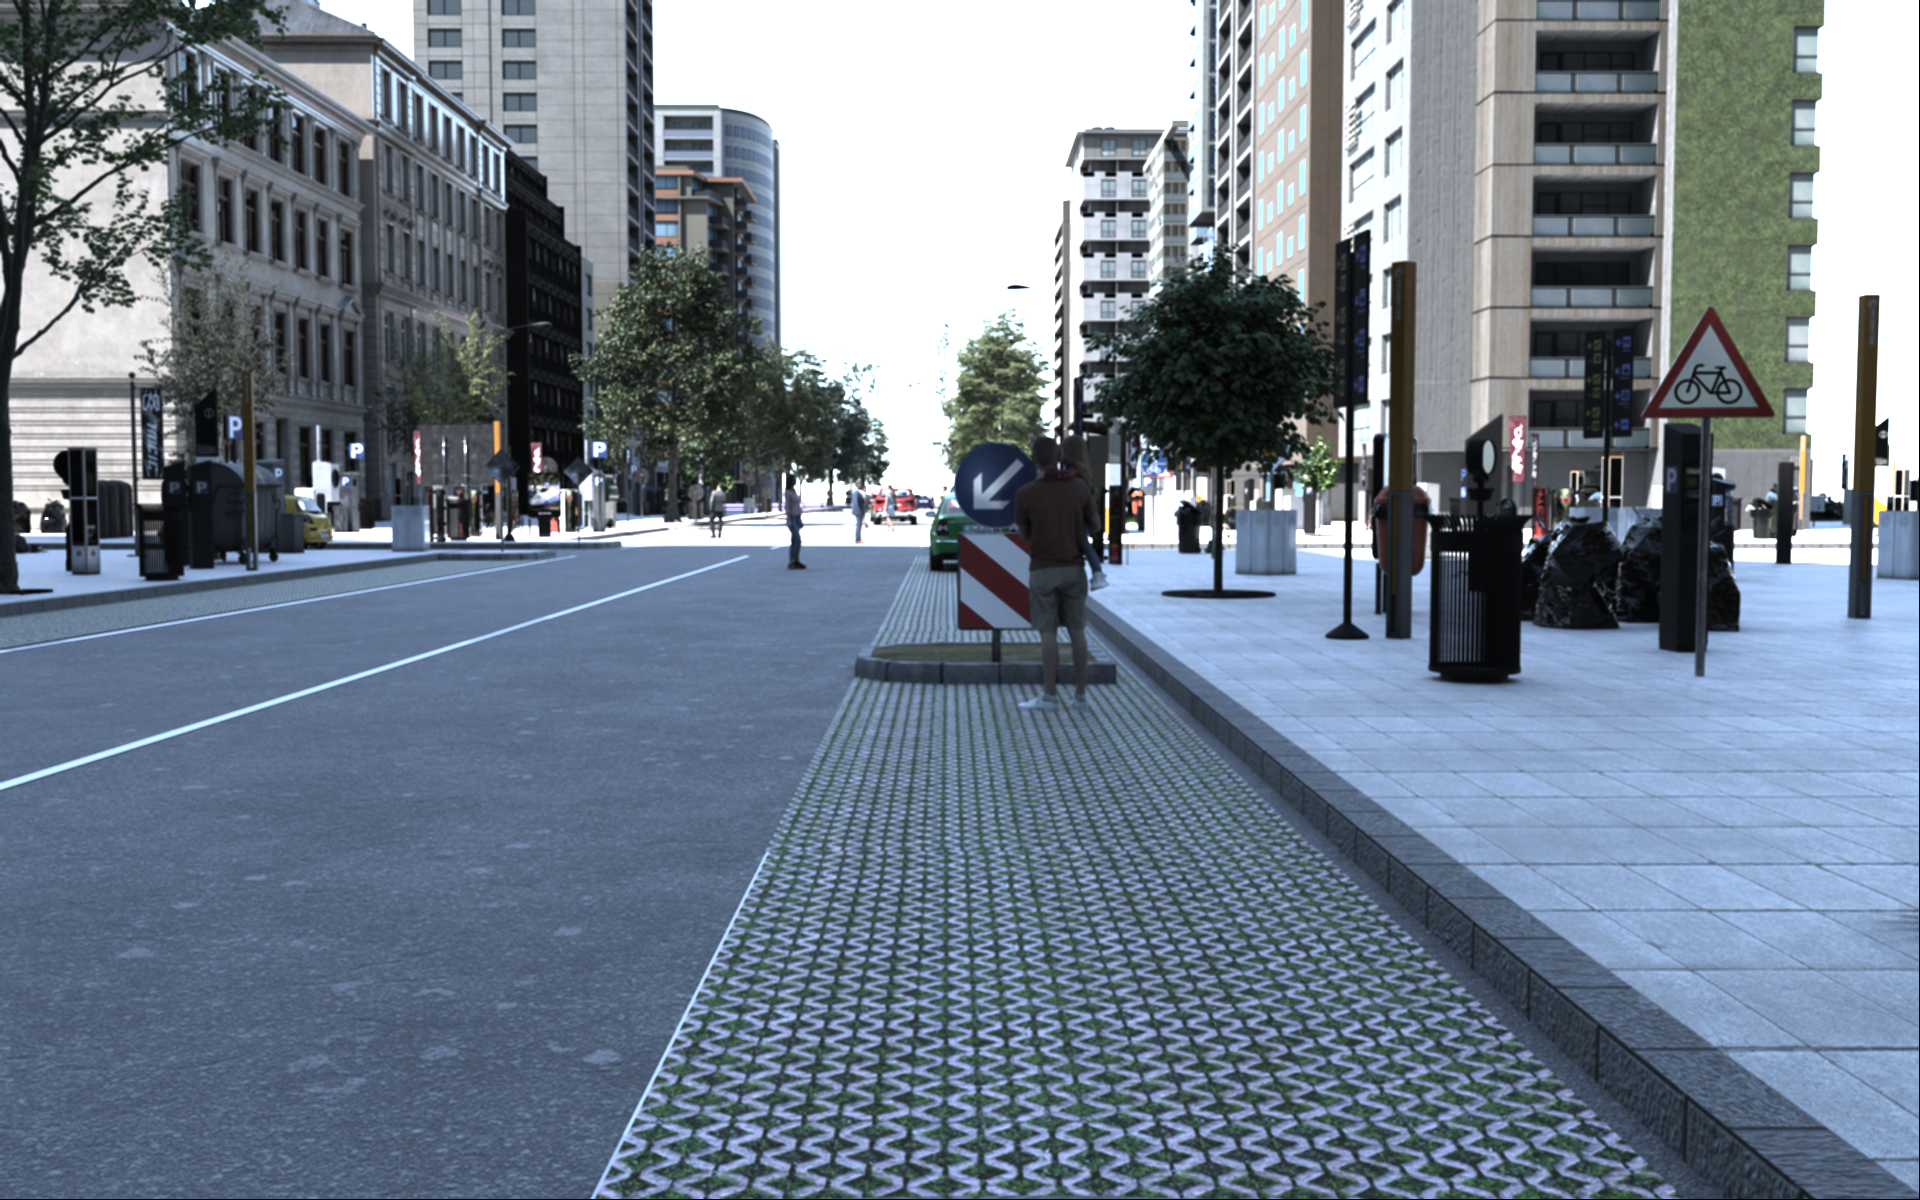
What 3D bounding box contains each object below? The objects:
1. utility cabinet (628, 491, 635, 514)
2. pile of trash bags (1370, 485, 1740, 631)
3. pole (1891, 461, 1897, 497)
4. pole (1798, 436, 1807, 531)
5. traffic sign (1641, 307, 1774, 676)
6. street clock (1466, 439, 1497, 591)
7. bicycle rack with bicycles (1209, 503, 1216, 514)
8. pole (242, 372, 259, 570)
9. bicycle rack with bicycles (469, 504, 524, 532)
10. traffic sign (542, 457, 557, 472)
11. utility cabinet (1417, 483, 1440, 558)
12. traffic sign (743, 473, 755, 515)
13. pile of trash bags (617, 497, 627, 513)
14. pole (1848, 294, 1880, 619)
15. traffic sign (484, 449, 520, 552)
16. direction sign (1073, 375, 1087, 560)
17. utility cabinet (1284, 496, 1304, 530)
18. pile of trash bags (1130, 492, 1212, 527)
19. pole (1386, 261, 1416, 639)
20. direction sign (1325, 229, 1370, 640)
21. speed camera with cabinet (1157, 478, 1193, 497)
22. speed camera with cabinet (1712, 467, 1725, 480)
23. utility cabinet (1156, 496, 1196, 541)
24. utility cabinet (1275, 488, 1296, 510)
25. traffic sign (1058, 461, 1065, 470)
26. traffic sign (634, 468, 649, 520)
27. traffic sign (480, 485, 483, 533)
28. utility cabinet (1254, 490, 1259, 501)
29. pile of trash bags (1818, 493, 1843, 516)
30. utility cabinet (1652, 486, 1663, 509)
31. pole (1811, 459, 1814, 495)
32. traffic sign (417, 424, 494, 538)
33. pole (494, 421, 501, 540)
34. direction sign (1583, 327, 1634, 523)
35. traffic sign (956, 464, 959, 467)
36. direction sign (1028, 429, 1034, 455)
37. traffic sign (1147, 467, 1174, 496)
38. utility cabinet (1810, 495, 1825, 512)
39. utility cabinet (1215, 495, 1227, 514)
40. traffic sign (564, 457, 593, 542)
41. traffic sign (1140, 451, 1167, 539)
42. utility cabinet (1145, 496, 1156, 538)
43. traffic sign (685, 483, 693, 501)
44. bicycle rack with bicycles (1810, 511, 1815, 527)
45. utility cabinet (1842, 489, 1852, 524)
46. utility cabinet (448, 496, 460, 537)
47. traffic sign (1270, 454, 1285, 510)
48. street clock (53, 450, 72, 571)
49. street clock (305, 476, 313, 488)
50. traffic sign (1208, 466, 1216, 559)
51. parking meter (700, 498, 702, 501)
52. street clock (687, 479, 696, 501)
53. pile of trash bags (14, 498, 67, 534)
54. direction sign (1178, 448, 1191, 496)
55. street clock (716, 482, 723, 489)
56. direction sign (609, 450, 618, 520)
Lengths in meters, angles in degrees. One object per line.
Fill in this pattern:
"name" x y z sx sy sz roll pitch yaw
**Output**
"utility cabinet" -20.866 -6.316 111.953 1.173 1.500 0.318 0 4 7
"pile of trash bags" 5.860 -0.461 17.283 3.447 1.369 1.912 1 4 13
"pole" 57.552 -6.906 106.748 0.158 3.312 0.155 0 3 0
"pole" 29.428 -4.076 60.485 0.158 3.312 0.155 0 3 0
"traffic sign" 5.216 -0.742 12.140 0.884 2.594 0.081 0 4 7
"street clock" 6.860 -1.117 22.836 0.358 2.002 0.471 3 5 41
"bicycle rack with bicycles" 13.491 -5.151 97.600 2.925 0.926 2.852 -1 4 -9
"pole" -11.908 -2.153 29.047 0.158 3.312 0.155 0 3 0
"bicycle rack with bicycles" -16.210 -2.784 58.906 2.852 0.926 2.925 -1 4 -23
"traffic sign" -14.126 -3.610 59.133 0.768 2.556 0.104 0 4 2
"utility cabinet" 9.221 -1.593 34.727 0.318 1.500 1.173 -1 4 -11
"traffic sign" -12.733 -6.381 104.436 0.768 2.556 0.104 0 4 3
"pile of trash bags" -23.673 -6.562 117.041 3.447 1.369 1.912 -3 4 -38
"pole" 9.302 -1.466 17.817 0.158 3.312 0.155 0 3 0
"traffic sign" -10.180 -2.132 38.494 0.795 2.450 0.064 0 4 0
"direction sign" 2.280 -2.538 33.489 0.379 3.537 0.876 0 4 -7
"utility cabinet" 11.928 -3.093 61.733 0.306 1.237 1.020 3 5 44
"pile of trash bags" 8.482 -3.634 69.166 3.447 1.369 1.912 1 4 22
"pole" 3.904 -1.314 15.321 0.158 3.312 0.155 0 3 0
"direction sign" 3.454 -1.428 15.345 0.379 3.537 0.876 0 4 -5
"speed camera with cabinet" 10.748 -5.696 87.464 2.038 3.252 0.660 0 4 5
"speed camera with cabinet" 47.127 -6.922 107.506 2.038 3.252 0.660 -1 4 -18
"utility cabinet" 5.983 -2.229 47.601 1.020 1.237 0.306 3 5 39
"utility cabinet" 12.955 -3.691 69.028 0.318 1.500 1.173 3 4 38
"traffic sign" 3.830 -3.997 65.458 0.768 2.556 0.104 0 4 1
"traffic sign" -15.607 -5.184 84.859 0.768 2.556 0.104 0 4 8
"traffic sign" -15.330 -3.385 55.449 0.768 2.556 0.104 0 4 5
"utility cabinet" 14.303 -4.655 84.793 0.318 1.500 1.173 0 4 -6
"pile of trash bags" 50.762 -5.578 100.951 1.912 1.369 3.447 0 4 6
"utility cabinet" 20.276 -2.475 49.137 1.173 1.500 0.318 1 4 23
"pole" 49.440 -6.529 100.595 0.158 3.312 0.155 0 3 0
"traffic sign" -14.657 -3.451 50.302 2.265 3.308 0.079 0 4 6
"pole" -12.926 -3.342 48.485 0.158 3.312 0.155 0 3 0
"direction sign" 8.944 -1.955 23.958 0.379 3.537 0.876 -2 4 -23
"traffic sign" 0.314 -2.135 38.544 0.795 2.450 0.064 0 4 0
"direction sign" 2.498 -4.214 60.896 0.379 3.537 0.876 0 4 -8
"traffic sign" 6.740 -3.563 58.257 0.884 2.594 0.081 0 4 8
"utility cabinet" 46.963 -5.138 95.170 1.020 1.237 0.306 0 4 -2
"utility cabinet" 14.149 -4.966 92.358 1.020 1.237 0.306 2 4 29
"traffic sign" -10.234 -2.620 46.479 0.795 2.450 0.064 0 4 0
"traffic sign" 5.568 -3.042 49.836 0.768 2.556 0.104 0 4 6
"utility cabinet" 5.947 -2.442 51.082 1.020 1.237 0.306 3 5 42
"traffic sign" -14.733 -5.827 95.278 0.884 2.594 0.081 0 4 7
"bicycle rack with bicycles" 32.759 -3.402 69.010 2.852 0.926 2.925 1 4 16
"utility cabinet" 37.955 -3.942 73.128 1.173 1.500 0.318 1 4 14
"utility cabinet" -15.095 -2.480 51.717 0.306 1.237 1.020 -1 4 -14
"traffic sign" 5.259 -1.717 29.251 0.795 2.450 0.064 0 4 4
"street clock" -14.807 -1.488 28.895 0.471 2.002 0.358 0 4 -2
"street clock" -25.375 -3.862 67.720 0.358 2.002 0.471 0 4 5
"traffic sign" 5.024 -2.099 34.315 0.884 2.594 0.081 0 4 5
"parking meter" -15.796 -6.006 106.607 0.372 1.533 0.369 0 3 0
"street clock" -13.268 -4.958 85.625 0.358 2.002 0.471 1 4 16
"pile of trash bags" -30.939 -2.864 56.582 3.447 1.369 1.912 -1 4 -12
"direction sign" 7.913 -4.229 61.148 0.379 3.537 0.876 -1 4 -22
"street clock" -13.370 -5.606 96.230 0.471 2.002 0.358 -1 4 -13
"direction sign" -17.253 -5.769 86.316 0.379 3.537 0.876 -3 4 -39
